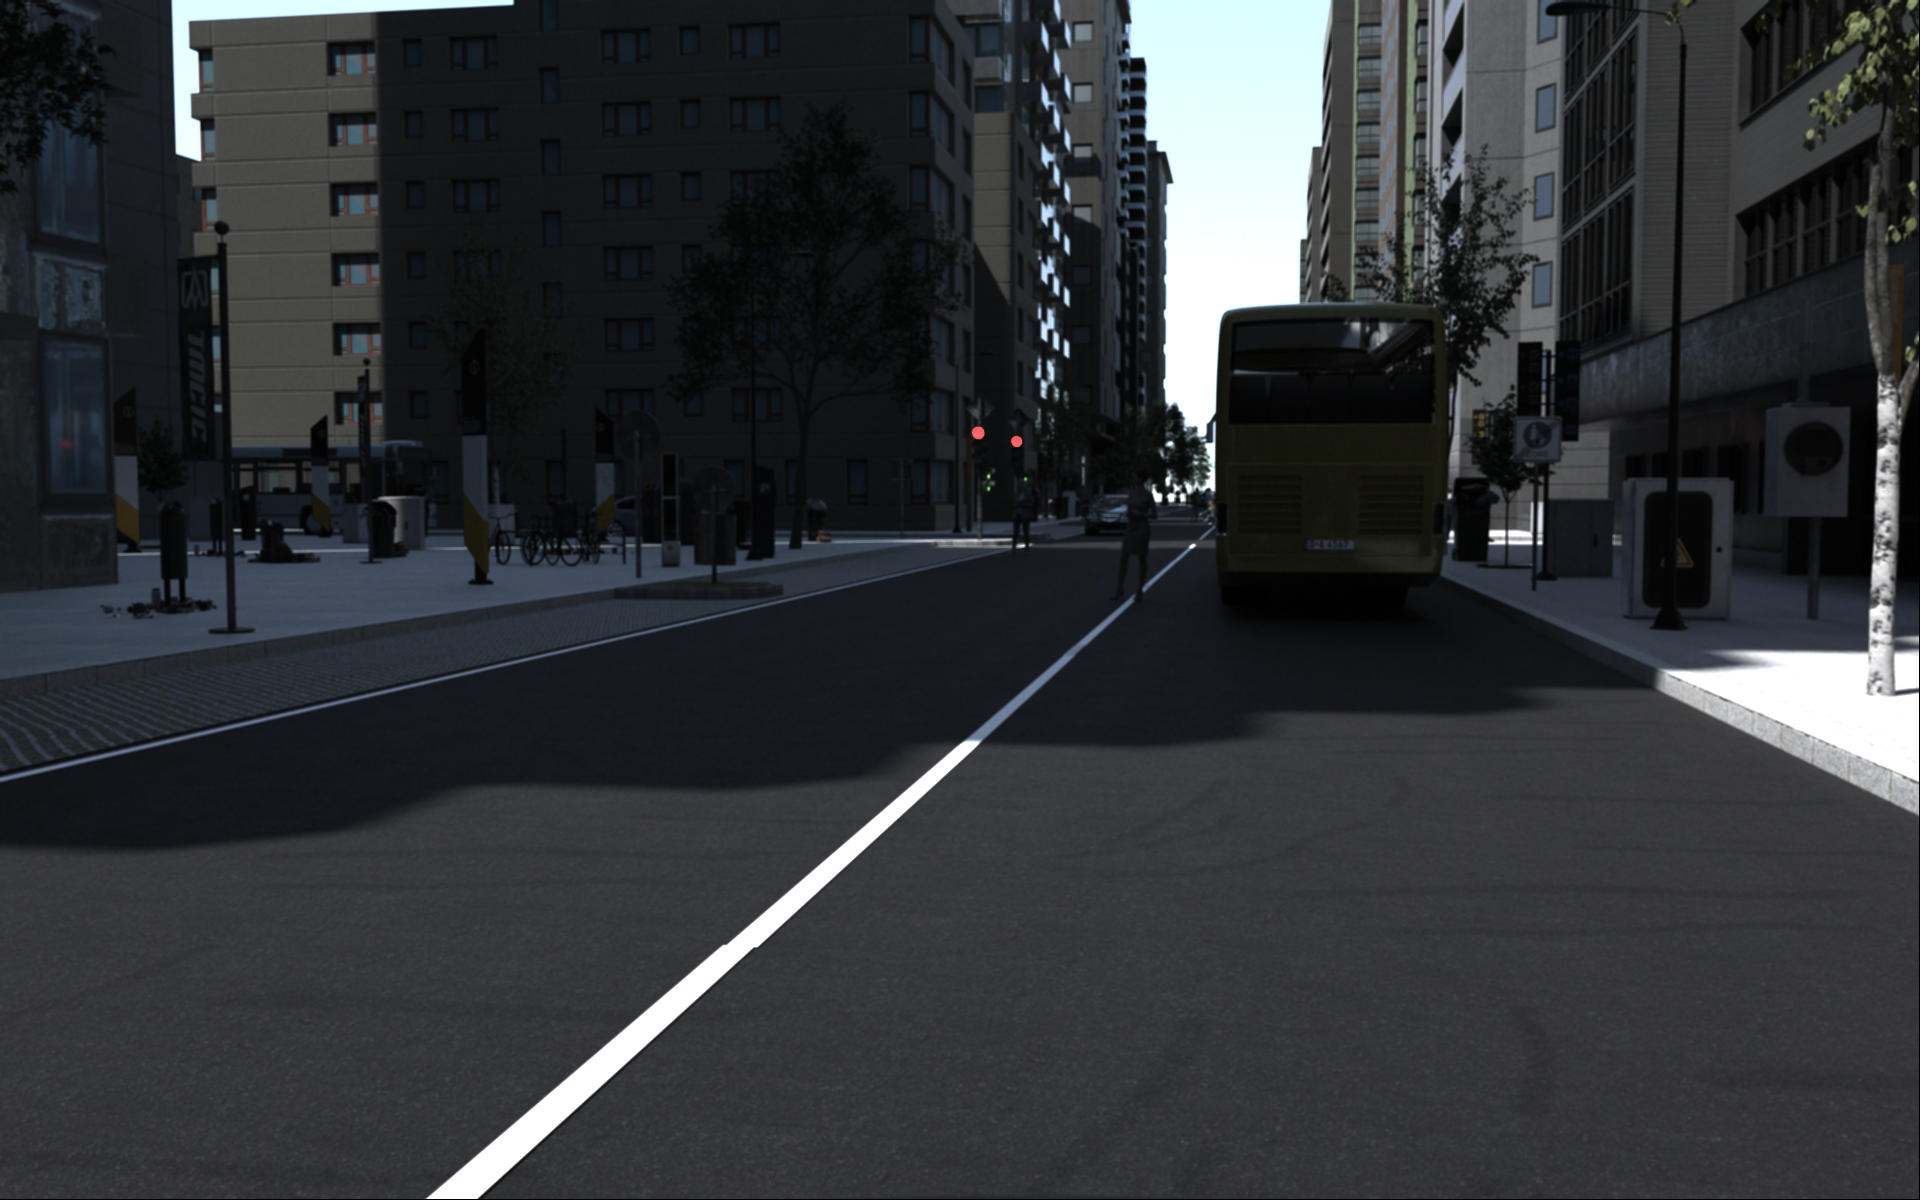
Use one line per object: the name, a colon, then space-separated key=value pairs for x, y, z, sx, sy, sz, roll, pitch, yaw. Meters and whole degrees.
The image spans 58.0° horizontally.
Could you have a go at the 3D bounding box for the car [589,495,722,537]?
car: x=-9.131 y=-2.529 z=53.344 sx=4.499 sy=1.417 sz=2.014 roll=1 pitch=4 yaw=11

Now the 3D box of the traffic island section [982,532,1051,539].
traffic island section: x=1.862 y=-2.092 z=56.491 sx=2.009 sy=0.180 sz=2.903 roll=1 pitch=4 yaw=10

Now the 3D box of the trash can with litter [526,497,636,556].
trash can with litter: x=-8.020 y=-1.576 z=36.828 sx=2.233 sy=1.210 sz=1.678 roll=0 pitch=4 yaw=-7

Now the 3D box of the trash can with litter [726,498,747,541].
trash can with litter: x=-6.251 y=-2.171 z=46.888 sx=1.055 sy=1.170 sz=0.624 roll=2 pitch=4 yaw=27

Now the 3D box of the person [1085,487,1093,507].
person: x=6.102 y=-4.552 z=83.175 sx=0.600 sy=1.795 sz=0.529 roll=0 pitch=4 yaw=7

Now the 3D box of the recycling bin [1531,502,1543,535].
recycling bin: x=18.366 y=-2.563 z=54.453 sx=0.722 sy=1.027 sz=0.722 roll=2 pitch=4 yaw=25

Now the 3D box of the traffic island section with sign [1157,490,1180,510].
traffic island section with sign: x=18.421 y=-8.947 z=154.910 sx=1.989 sy=1.847 sz=2.006 roll=1 pitch=4 yaw=10

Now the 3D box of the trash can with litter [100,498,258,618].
trash can with litter: x=-8.798 y=-0.477 z=18.856 sx=1.678 sy=1.210 sz=2.233 roll=0 pitch=4 yaw=-7

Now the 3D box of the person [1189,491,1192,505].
person: x=28.966 y=-12.808 z=218.000 sx=1.348 sy=1.812 sz=0.705 roll=-3 pitch=5 yaw=-41

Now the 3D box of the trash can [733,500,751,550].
trash can: x=-4.916 y=-1.738 z=40.064 sx=0.748 sy=1.137 sz=0.748 roll=0 pitch=3 yaw=0

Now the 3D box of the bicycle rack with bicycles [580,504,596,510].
bicycle rack with bicycles: x=-11.993 y=-2.851 z=59.999 sx=2.852 sy=0.926 sz=2.925 roll=0 pitch=4 yaw=-4

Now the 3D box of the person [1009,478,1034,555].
person: x=1.475 y=-1.974 z=40.959 sx=0.537 sy=1.800 sz=0.526 roll=2 pitch=4 yaw=34

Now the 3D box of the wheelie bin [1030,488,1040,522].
wheelie bin: x=3.339 y=-4.391 z=79.695 sx=0.693 sy=1.594 sz=0.980 roll=0 pitch=4 yaw=3

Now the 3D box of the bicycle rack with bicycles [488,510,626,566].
bicycle rack with bicycles: x=-7.393 y=-1.123 z=31.746 sx=2.852 sy=0.926 sz=2.925 roll=-2 pitch=4 yaw=-32

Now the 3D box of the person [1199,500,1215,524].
person: x=11.862 y=-4.163 z=82.064 sx=0.738 sy=1.151 sz=1.012 roll=-1 pitch=4 yaw=-19

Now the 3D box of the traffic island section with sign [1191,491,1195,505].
traffic island section with sign: x=32.133 y=-13.933 z=236.428 sx=1.989 sy=1.847 sz=2.006 roll=1 pitch=4 yaw=10

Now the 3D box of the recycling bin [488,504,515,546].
recycling bin: x=-11.573 y=-1.867 z=43.079 sx=0.722 sy=1.027 sz=0.722 roll=2 pitch=4 yaw=24

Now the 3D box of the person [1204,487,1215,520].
person: x=13.412 y=-5.187 z=93.537 sx=0.641 sy=1.798 sz=0.478 roll=-1 pitch=4 yaw=-22

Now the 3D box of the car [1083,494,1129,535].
car: x=5.479 y=-3.037 z=61.451 sx=2.131 sy=1.459 sz=4.920 roll=1 pitch=4 yaw=9

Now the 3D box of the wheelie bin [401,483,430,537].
wheelie bin: x=-16.162 y=-2.665 z=51.481 sx=0.693 sy=1.594 sz=0.980 roll=2 pitch=4 yaw=26

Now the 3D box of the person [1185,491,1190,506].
person: x=24.575 y=-10.864 z=186.852 sx=0.721 sy=1.736 sz=1.217 roll=2 pitch=4 yaw=28

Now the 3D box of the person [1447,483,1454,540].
person: x=14.733 y=-2.661 z=52.191 sx=0.537 sy=1.800 sz=0.526 roll=0 pitch=4 yaw=7

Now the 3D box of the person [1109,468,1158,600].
person: x=2.347 y=-0.888 z=23.366 sx=0.599 sy=1.781 sz=0.374 roll=3 pitch=5 yaw=43

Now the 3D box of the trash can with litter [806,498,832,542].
trash can with litter: x=-3.712 y=-2.142 z=46.406 sx=0.624 sy=1.170 sz=1.055 roll=-2 pitch=4 yaw=-29

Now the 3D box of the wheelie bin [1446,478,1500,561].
wheelie bin: x=9.811 y=-1.541 z=33.105 sx=0.980 sy=1.594 sz=0.693 roll=0 pitch=4 yaw=8

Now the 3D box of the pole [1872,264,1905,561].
pole: x=8.289 y=-1.323 z=15.480 sx=0.158 sy=3.312 sz=0.155 roll=0 pitch=3 yaw=0

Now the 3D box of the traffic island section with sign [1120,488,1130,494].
traffic island section with sign: x=10.086 y=-5.915 z=105.334 sx=1.989 sy=1.847 sz=2.006 roll=1 pitch=4 yaw=10

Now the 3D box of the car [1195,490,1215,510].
car: x=22.261 y=-9.055 z=156.715 sx=2.281 sy=1.827 sz=5.304 roll=0 pitch=4 yaw=8

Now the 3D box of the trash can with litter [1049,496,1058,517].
trash can with litter: x=5.382 y=-5.305 z=98.129 sx=0.624 sy=1.170 sz=1.055 roll=1 pitch=4 yaw=9

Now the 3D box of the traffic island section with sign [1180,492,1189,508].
traffic island section with sign: x=22.898 y=-10.573 z=181.493 sx=1.989 sy=1.847 sz=2.006 roll=1 pitch=4 yaw=10

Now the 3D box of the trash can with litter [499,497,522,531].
trash can with litter: x=-15.621 y=-2.977 z=60.057 sx=1.055 sy=1.170 sz=0.624 roll=2 pitch=4 yaw=31

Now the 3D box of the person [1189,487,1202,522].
person: x=11.903 y=-4.811 z=87.506 sx=0.623 sy=1.781 sz=0.721 roll=0 pitch=4 yaw=3

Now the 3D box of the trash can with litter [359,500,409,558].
trash can with litter: x=-11.623 y=-1.445 z=35.020 sx=0.624 sy=1.170 sz=1.055 roll=0 pitch=4 yaw=8

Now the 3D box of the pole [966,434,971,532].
pole: x=0.300 y=-3.965 z=58.669 sx=0.158 sy=3.312 sz=0.155 roll=0 pitch=3 yaw=0

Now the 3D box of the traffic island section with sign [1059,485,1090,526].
traffic island section with sign: x=5.586 y=-4.280 z=78.605 sx=1.989 sy=1.847 sz=2.006 roll=1 pitch=4 yaw=10

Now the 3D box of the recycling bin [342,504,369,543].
recycling bin: x=-15.679 y=-2.009 z=45.407 sx=0.722 sy=1.027 sz=0.722 roll=2 pitch=4 yaw=34

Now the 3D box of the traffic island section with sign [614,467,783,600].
traffic island section with sign: x=-3.566 y=-0.956 z=24.258 sx=1.989 sy=1.847 sz=2.006 roll=1 pitch=4 yaw=10

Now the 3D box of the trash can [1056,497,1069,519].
trash can: x=5.300 y=-4.775 z=89.723 sx=0.748 sy=1.137 sz=0.748 roll=0 pitch=3 yaw=0

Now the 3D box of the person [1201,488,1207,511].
person: x=17.792 y=-7.165 z=125.416 sx=0.659 sy=1.850 sz=0.755 roll=3 pitch=4 yaw=37

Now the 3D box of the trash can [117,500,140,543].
trash can: x=-21.754 y=-2.049 z=45.149 sx=0.748 sy=1.137 sz=0.748 roll=0 pitch=3 yaw=0
